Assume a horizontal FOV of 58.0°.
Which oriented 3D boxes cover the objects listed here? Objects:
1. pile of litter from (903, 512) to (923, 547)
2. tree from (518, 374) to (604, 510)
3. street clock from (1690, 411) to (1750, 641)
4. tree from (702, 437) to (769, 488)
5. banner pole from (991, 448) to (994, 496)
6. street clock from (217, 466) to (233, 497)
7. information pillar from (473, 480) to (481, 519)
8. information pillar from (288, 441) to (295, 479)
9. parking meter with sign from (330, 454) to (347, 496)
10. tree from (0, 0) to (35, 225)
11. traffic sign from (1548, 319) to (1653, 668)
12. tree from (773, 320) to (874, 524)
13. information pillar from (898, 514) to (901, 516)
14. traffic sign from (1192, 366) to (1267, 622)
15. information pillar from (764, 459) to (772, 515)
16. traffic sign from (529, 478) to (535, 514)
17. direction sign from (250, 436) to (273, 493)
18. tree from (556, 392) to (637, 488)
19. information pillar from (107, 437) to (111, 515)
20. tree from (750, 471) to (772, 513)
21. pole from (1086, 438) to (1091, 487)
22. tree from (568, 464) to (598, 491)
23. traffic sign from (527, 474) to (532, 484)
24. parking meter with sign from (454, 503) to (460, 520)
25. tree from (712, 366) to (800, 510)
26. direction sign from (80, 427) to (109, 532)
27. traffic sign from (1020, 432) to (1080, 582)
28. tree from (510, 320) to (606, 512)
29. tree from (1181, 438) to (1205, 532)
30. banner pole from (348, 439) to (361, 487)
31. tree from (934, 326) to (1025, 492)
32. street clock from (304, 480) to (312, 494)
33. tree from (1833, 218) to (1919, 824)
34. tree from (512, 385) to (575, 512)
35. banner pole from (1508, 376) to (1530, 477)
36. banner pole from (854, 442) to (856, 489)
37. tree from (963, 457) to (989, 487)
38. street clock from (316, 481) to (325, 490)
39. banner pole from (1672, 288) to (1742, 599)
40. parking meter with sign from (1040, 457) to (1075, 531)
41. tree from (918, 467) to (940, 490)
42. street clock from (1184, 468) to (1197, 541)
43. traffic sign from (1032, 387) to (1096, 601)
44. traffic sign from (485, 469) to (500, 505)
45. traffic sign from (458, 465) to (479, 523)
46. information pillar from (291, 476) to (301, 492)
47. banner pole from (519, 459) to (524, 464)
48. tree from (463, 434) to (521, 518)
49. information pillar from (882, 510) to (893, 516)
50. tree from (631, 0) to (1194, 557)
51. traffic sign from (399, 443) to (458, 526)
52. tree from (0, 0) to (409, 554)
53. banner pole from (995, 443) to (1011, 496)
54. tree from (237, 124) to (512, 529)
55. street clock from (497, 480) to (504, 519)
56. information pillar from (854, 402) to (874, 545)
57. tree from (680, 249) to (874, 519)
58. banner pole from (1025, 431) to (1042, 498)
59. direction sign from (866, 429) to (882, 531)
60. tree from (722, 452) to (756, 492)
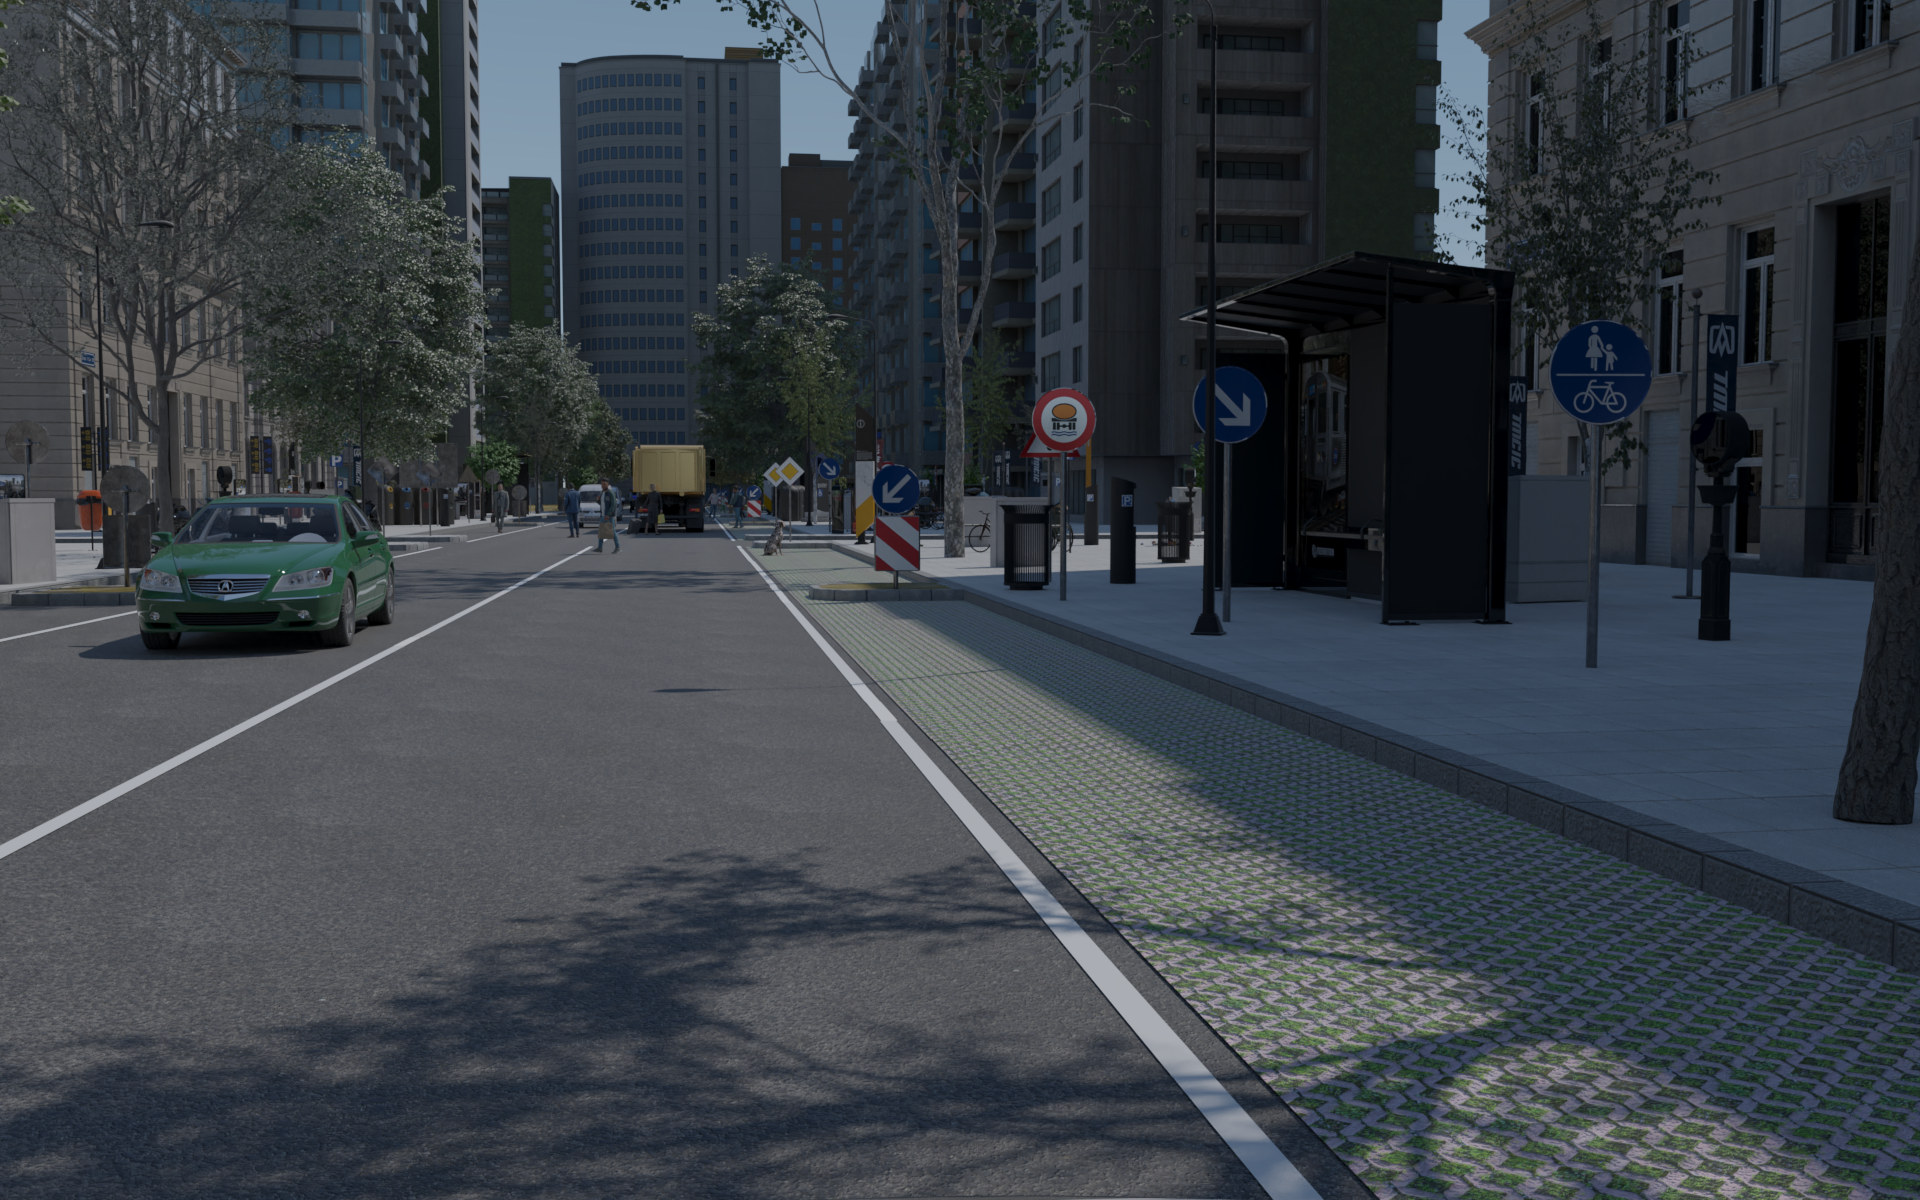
[{"bbox_3d":[-1.485,-1.739,42.403,1.176,0.858,1.719,0,4,-2],"label":"pile of litter"},{"bbox_3d":[-32.966,-13.283,142.937,9.928,11.665,9.643,0,3,0],"label":"tree"},{"bbox_3d":[6.624,-0.647,15.152,0.358,2.002,0.471,-1,4,-20],"label":"street clock"},{"bbox_3d":[-26.254,-17.505,203.211,9.611,12.733,9.660,0,3,0],"label":"tree"},{"bbox_3d":[1.938,-6.308,93.152,0.863,3.779,0.401,-2,4,-34],"label":"banner pole"},{"bbox_3d":[-18.878,-2.443,44.507,0.471,2.002,0.358,3,5,44],"label":"street clock"},{"bbox_3d":[-24.903,-5.186,89.281,0.304,2.012,0.304,-2,4,-28],"label":"information pillar"},{"bbox_3d":[-29.676,-5.236,76.955,0.183,3.616,0.504,0,4,1],"label":"information pillar"},{"bbox_3d":[-27.417,-4.925,76.778,0.543,3.016,1.738,0,4,-7],"label":"parking meter with sign"},{"bbox_3d":[-13.197,-5.987,16.019,7.486,12.596,7.792,0,3,0],"label":"tree"},{"bbox_3d":[4.669,-0.772,12.728,0.768,2.556,0.104,0,4,-2],"label":"traffic sign"},{"bbox_3d":[-5.991,-7.545,73.719,4.737,8.622,4.395,0,3,0],"label":"tree"},{"bbox_3d":[-2.531,-3.990,69.724,0.304,2.012,0.304,-2,4,-24],"label":"information pillar"},{"bbox_3d":[2.676,-1.052,17.311,0.768,2.556,0.104,-1,4,-8],"label":"traffic sign"},{"bbox_3d":[-11.707,-6.982,105.509,0.504,3.616,0.183,-2,4,-28],"label":"information pillar"},{"bbox_3d":[-27.887,-6.744,112.392,0.606,2.300,0.079,0,4,-7],"label":"traffic sign"},{"bbox_3d":[-27.240,-4.623,67.588,0.379,3.537,0.876,3,5,39],"label":"direction sign"},{"bbox_3d":[-41.059,-17.013,195.171,9.611,12.733,9.660,0,3,0],"label":"tree"},{"bbox_3d":[-30.371,-4.303,61.704,0.183,3.616,0.504,-1,4,-14],"label":"information pillar"},{"bbox_3d":[-13.671,-7.593,118.753,1.663,3.219,1.824,0,3,0],"label":"tree"},{"bbox_3d":[4.112,-3.769,55.471,0.158,3.312,0.155,0,3,0],"label":"pole"},{"bbox_3d":[-36.964,-11.386,169.881,4.285,4.588,4.351,0,3,0],"label":"tree"},{"bbox_3d":[-26.797,-6.523,106.762,0.768,2.556,0.104,0,4,-8],"label":"traffic sign"},{"bbox_3d":[-25.700,-5.491,86.045,1.738,3.016,0.543,1,4,17],"label":"parking meter with sign"},{"bbox_3d":[-15.882,-13.030,138.787,9.928,11.665,9.643,0,3,0],"label":"tree"},{"bbox_3d":[-29.162,-4.064,58.436,0.876,3.537,0.379,0,4,-6],"label":"direction sign"},{"bbox_3d":[1.304,-1.539,25.162,0.884,2.594,0.081,0,4,-2],"label":"traffic sign"},{"bbox_3d":[-30.497,-13.338,124.726,9.857,13.997,8.962,0,3,0],"label":"tree"},{"bbox_3d":[8.445,-3.983,59.725,1.663,3.219,1.824,0,3,0],"label":"tree"},{"bbox_3d":[-27.598,-5.444,79.028,0.863,3.779,0.401,-1,4,-20],"label":"banner pole"},{"bbox_3d":[0.959,-7.701,76.277,4.737,8.622,4.395,0,3,0],"label":"tree"},{"bbox_3d":[-34.189,-5.279,90.886,0.358,2.002,0.471,0,4,-2],"label":"street clock"},{"bbox_3d":[3.864,-4.396,6.285,7.601,10.594,8.767,3,4,36],"label":"tree"},{"bbox_3d":[-28.395,-10.225,117.547,4.360,8.622,3.978,0,3,0],"label":"tree"},{"bbox_3d":[10.239,-2.584,32.271,0.863,3.779,0.401,-1,4,-23],"label":"banner pole"},{"bbox_3d":[-4.996,-5.717,83.488,0.401,3.779,0.863,-1,4,-16],"label":"banner pole"},{"bbox_3d":[0.592,-5.853,90.300,1.663,3.219,1.824,0,3,0],"label":"tree"},{"bbox_3d":[-36.058,-5.697,97.723,0.358,2.002,0.471,1,4,18],"label":"street clock"},{"bbox_3d":[9.183,-1.909,21.237,0.863,3.779,0.401,-1,4,-17],"label":"banner pole"},{"bbox_3d":[3.224,-3.973,61.224,1.738,3.016,0.543,3,5,45],"label":"parking meter with sign"},{"bbox_3d":[-2.015,-7.261,113.315,1.663,3.219,1.824,0,3,0],"label":"tree"},{"bbox_3d":[6.302,-2.617,47.366,0.358,2.002,0.471,1,4,20],"label":"street clock"},{"bbox_3d":[1.243,-1.265,20.784,0.768,2.556,0.104,0,4,0],"label":"traffic sign"},{"bbox_3d":[-24.000,-5.432,88.919,0.768,2.556,0.104,0,4,-5],"label":"traffic sign"},{"bbox_3d":[-21.823,-4.704,76.915,0.884,2.594,0.081,0,4,-7],"label":"traffic sign"},{"bbox_3d":[-26.916,-4.021,70.241,0.304,2.012,0.304,-1,4,-11],"label":"information pillar"},{"bbox_3d":[-28.857,-7.576,113.879,0.401,3.779,0.863,1,4,14],"label":"banner pole"},{"bbox_3d":[-25.504,-6.786,94.671,4.285,4.588,4.351,0,3,0],"label":"tree"},{"bbox_3d":[-2.358,-3.214,57.043,0.304,2.012,0.304,2,4,30],"label":"information pillar"},{"bbox_3d":[-1.205,-10.862,33.483,12.611,20.169,13.585,0,3,0],"label":"tree"},{"bbox_3d":[-21.182,-4.598,69.046,2.265,3.308,0.079,0,4,-7],"label":"traffic sign"},{"bbox_3d":[-17.227,-7.739,36.903,12.009,13.543,11.850,0,3,0],"label":"tree"},{"bbox_3d":[2.236,-5.764,84.259,0.401,3.779,0.863,-2,4,-31],"label":"banner pole"},{"bbox_3d":[-20.636,-9.398,60.311,9.857,13.997,8.962,0,3,0],"label":"tree"},{"bbox_3d":[-23.944,-5.245,90.324,0.358,2.002,0.471,0,4,-1],"label":"street clock"},{"bbox_3d":[-2.422,-3.214,43.911,0.504,3.616,0.183,1,4,15],"label":"information pillar"},{"bbox_3d":[-9.220,-11.175,89.364,9.857,13.997,8.962,0,3,0],"label":"tree"},{"bbox_3d":[2.901,-4.846,69.256,0.863,3.779,0.401,0,4,1],"label":"banner pole"},{"bbox_3d":[-3.158,-4.171,60.195,0.876,3.537,0.379,0,4,-8],"label":"direction sign"},{"bbox_3d":[-22.422,-13.850,176.812,4.360,8.622,3.978,0,3,0],"label":"tree"}]
